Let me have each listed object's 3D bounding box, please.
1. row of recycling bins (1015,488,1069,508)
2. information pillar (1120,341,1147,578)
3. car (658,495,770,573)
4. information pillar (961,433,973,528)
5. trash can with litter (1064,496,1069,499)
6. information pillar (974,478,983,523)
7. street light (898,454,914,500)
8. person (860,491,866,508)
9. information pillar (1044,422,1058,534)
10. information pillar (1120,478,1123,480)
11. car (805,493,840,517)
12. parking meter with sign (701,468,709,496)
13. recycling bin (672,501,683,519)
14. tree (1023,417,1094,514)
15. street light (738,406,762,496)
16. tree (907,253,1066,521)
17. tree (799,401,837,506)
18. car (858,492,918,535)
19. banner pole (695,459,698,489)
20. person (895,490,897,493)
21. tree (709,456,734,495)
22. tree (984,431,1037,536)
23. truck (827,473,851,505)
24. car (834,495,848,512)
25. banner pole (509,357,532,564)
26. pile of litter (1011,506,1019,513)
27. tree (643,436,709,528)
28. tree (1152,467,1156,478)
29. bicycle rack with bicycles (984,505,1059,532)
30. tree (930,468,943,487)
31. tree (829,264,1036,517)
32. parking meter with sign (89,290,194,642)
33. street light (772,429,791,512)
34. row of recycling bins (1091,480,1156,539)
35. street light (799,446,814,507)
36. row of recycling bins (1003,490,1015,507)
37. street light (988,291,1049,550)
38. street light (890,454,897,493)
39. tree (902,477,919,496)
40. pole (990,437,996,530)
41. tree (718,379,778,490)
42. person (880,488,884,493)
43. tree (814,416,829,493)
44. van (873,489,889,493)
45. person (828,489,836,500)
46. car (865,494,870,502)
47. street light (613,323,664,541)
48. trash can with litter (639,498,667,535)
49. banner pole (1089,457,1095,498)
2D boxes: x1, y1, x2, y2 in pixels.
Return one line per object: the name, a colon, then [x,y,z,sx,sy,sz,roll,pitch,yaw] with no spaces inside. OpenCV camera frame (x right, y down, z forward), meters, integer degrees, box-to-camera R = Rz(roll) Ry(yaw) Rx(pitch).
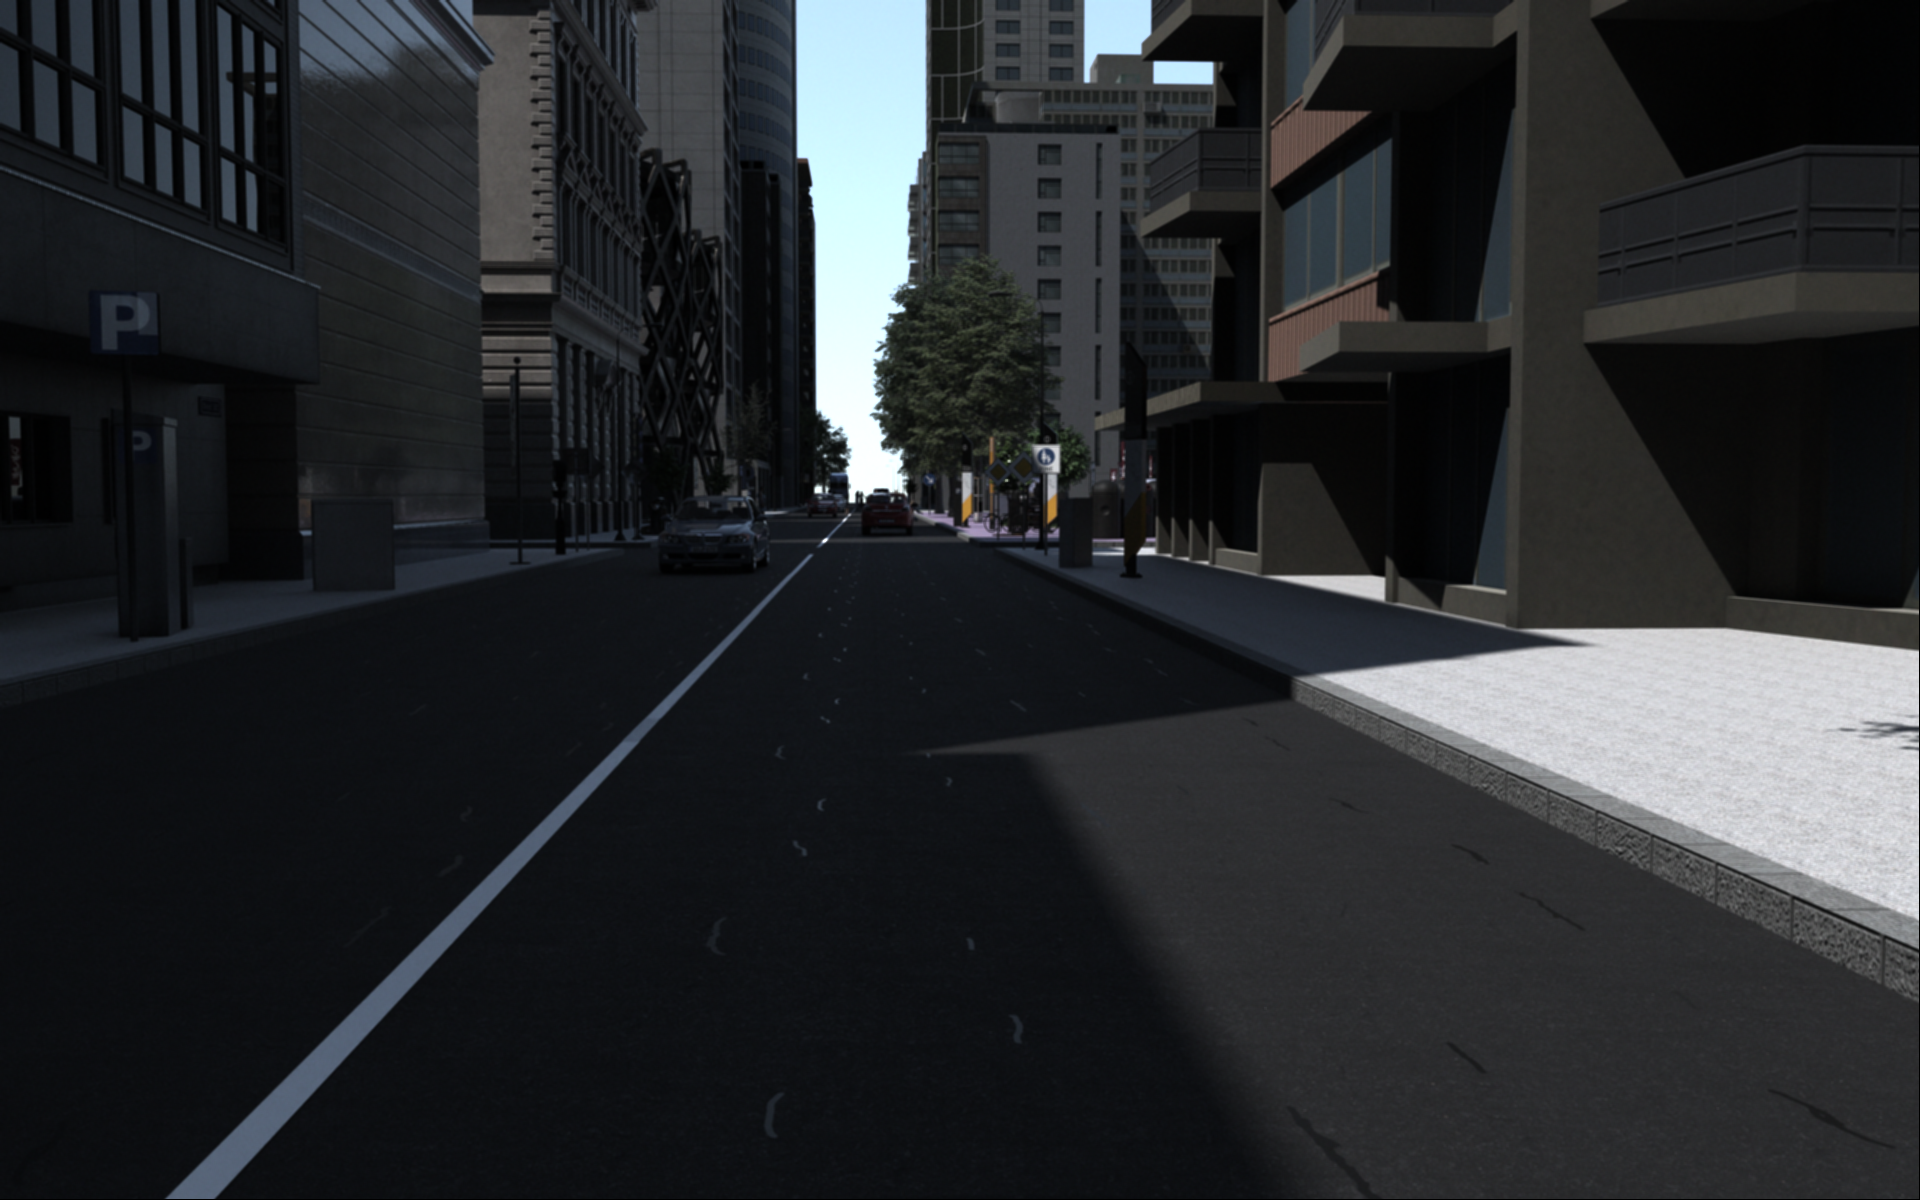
row of recycling bins: [5.510,-6.425,112.158,3.534,1.692,1.069,2,4,35]
information pillar: [2.673,-2.148,26.471,0.183,3.616,0.504,-2,4,-29]
car: [-4.636,-1.289,33.072,2.014,1.417,4.499,0,4,-1]
information pillar: [0.276,-4.575,66.152,0.504,3.616,0.183,3,5,42]
trash can with litter: [6.732,-5.688,104.380,1.055,1.170,0.624,-1,4,-16]
information pillar: [0.824,-4.462,77.444,0.304,2.012,0.304,-3,4,-37]
street light: [-4.714,-11.201,155.684,1.470,5.913,1.316,0,4,-3]
person: [-10.028,-10.157,175.348,1.217,1.735,0.721,2,4,33]
information pillar: [2.928,-3.974,56.328,0.504,3.616,0.183,2,4,26]
information pillar: [7.545,-4.584,79.438,0.304,2.012,0.304,-2,4,-35]
car: [-8.548,-6.026,107.561,2.155,1.783,4.494,0,4,-5]
parking meter with sign: [-16.686,-7.312,115.809,0.543,3.016,1.738,-2,4,-34]
recycling bin: [-13.947,-4.506,86.223,0.722,1.027,0.722,-1,4,-17]
tree: [4.135,-5.538,74.258,4.285,4.588,4.351,0,3,0]
street light: [-11.068,-7.244,90.985,1.470,5.913,1.316,0,4,-3]
tree: [1.289,-10.039,82.270,7.486,12.596,7.792,0,3,0]
tree: [-17.643,-16.319,192.578,9.928,11.665,9.643,0,3,0]
car: [-2.565,-3.220,61.694,2.155,1.783,4.494,0,4,-1]
banner pole: [-16.553,-7.216,108.004,0.401,3.779,0.863,-3,5,-39]
person: [-4.594,-7.083,125.026,1.217,1.735,0.721,-1,4,-11]
tree: [-12.101,-5.676,87.408,1.663,3.219,1.824,0,3,0]
tree: [1.396,-3.568,52.933,1.663,3.219,1.824,0,3,0]
truck: [-15.840,-14.480,226.511,2.967,4.110,18.799,0,4,-4]
car: [-10.092,-7.791,139.743,2.083,1.381,4.827,0,4,-2]
banner pole: [-8.176,-2.561,31.886,0.401,3.779,0.863,-2,4,-27]
pile of litter: [2.918,-5.165,98.406,1.176,0.858,1.719,0,4,4]
tree: [-9.726,-3.875,57.962,1.663,3.219,1.824,0,3,0]
tree: [11.901,-6.606,102.616,1.663,3.219,1.824,0,3,0]
bicycle rack with bicycles: [2.242,-2.733,58.069,2.925,0.926,2.852,-1,4,-13]
tree: [-1.387,-10.787,126.727,4.737,8.622,4.395,0,3,0]
tree: [-0.395,-11.521,95.017,9.857,13.997,8.962,0,3,0]
parking meter with sign: [-7.381,-1.193,15.764,0.543,3.016,1.738,-1,4,-14]
street light: [-12.716,-9.241,123.637,1.470,5.913,1.316,0,4,-3]
row of recycling bins: [4.978,-2.665,50.681,1.069,1.692,3.534,3,4,39]
street light: [-14.938,-11.910,167.274,1.470,5.913,1.316,0,4,-3]
row of recycling bins: [3.995,-7.024,121.954,1.069,1.692,3.534,-2,4,-24]
street light: [1.345,-4.115,39.823,1.470,5.913,1.316,0,4,-3]
street light: [-7.041,-13.849,198.969,1.470,5.913,1.316,0,4,-3]
tree: [-4.900,-10.817,171.463,1.663,3.219,1.824,0,3,0]
pole: [1.168,-4.171,62.046,0.158,3.312,0.155,0,3,0]
tree: [-13.788,-9.881,111.909,4.360,8.622,3.978,0,3,0]
person: [-5.808,-7.460,130.104,1.348,1.869,0.705,1,4,10]
tree: [-21.974,-22.815,279.677,9.857,13.997,8.962,0,3,0]
van: [-8.727,-11.523,192.776,2.240,2.365,5.245,0,4,-1]
person: [-10.223,-7.772,135.586,1.348,1.822,0.705,-3,4,-37]
car: [-12.463,-14.367,246.700,2.131,1.459,4.920,0,4,-1]
street light: [-8.748,-4.565,47.182,1.470,5.913,1.316,0,4,-3]
trash can with litter: [-9.682,-2.627,54.334,1.055,1.170,0.624,3,4,39]
banner pole: [8.881,-7.751,116.740,0.401,3.779,0.863,3,5,41]
